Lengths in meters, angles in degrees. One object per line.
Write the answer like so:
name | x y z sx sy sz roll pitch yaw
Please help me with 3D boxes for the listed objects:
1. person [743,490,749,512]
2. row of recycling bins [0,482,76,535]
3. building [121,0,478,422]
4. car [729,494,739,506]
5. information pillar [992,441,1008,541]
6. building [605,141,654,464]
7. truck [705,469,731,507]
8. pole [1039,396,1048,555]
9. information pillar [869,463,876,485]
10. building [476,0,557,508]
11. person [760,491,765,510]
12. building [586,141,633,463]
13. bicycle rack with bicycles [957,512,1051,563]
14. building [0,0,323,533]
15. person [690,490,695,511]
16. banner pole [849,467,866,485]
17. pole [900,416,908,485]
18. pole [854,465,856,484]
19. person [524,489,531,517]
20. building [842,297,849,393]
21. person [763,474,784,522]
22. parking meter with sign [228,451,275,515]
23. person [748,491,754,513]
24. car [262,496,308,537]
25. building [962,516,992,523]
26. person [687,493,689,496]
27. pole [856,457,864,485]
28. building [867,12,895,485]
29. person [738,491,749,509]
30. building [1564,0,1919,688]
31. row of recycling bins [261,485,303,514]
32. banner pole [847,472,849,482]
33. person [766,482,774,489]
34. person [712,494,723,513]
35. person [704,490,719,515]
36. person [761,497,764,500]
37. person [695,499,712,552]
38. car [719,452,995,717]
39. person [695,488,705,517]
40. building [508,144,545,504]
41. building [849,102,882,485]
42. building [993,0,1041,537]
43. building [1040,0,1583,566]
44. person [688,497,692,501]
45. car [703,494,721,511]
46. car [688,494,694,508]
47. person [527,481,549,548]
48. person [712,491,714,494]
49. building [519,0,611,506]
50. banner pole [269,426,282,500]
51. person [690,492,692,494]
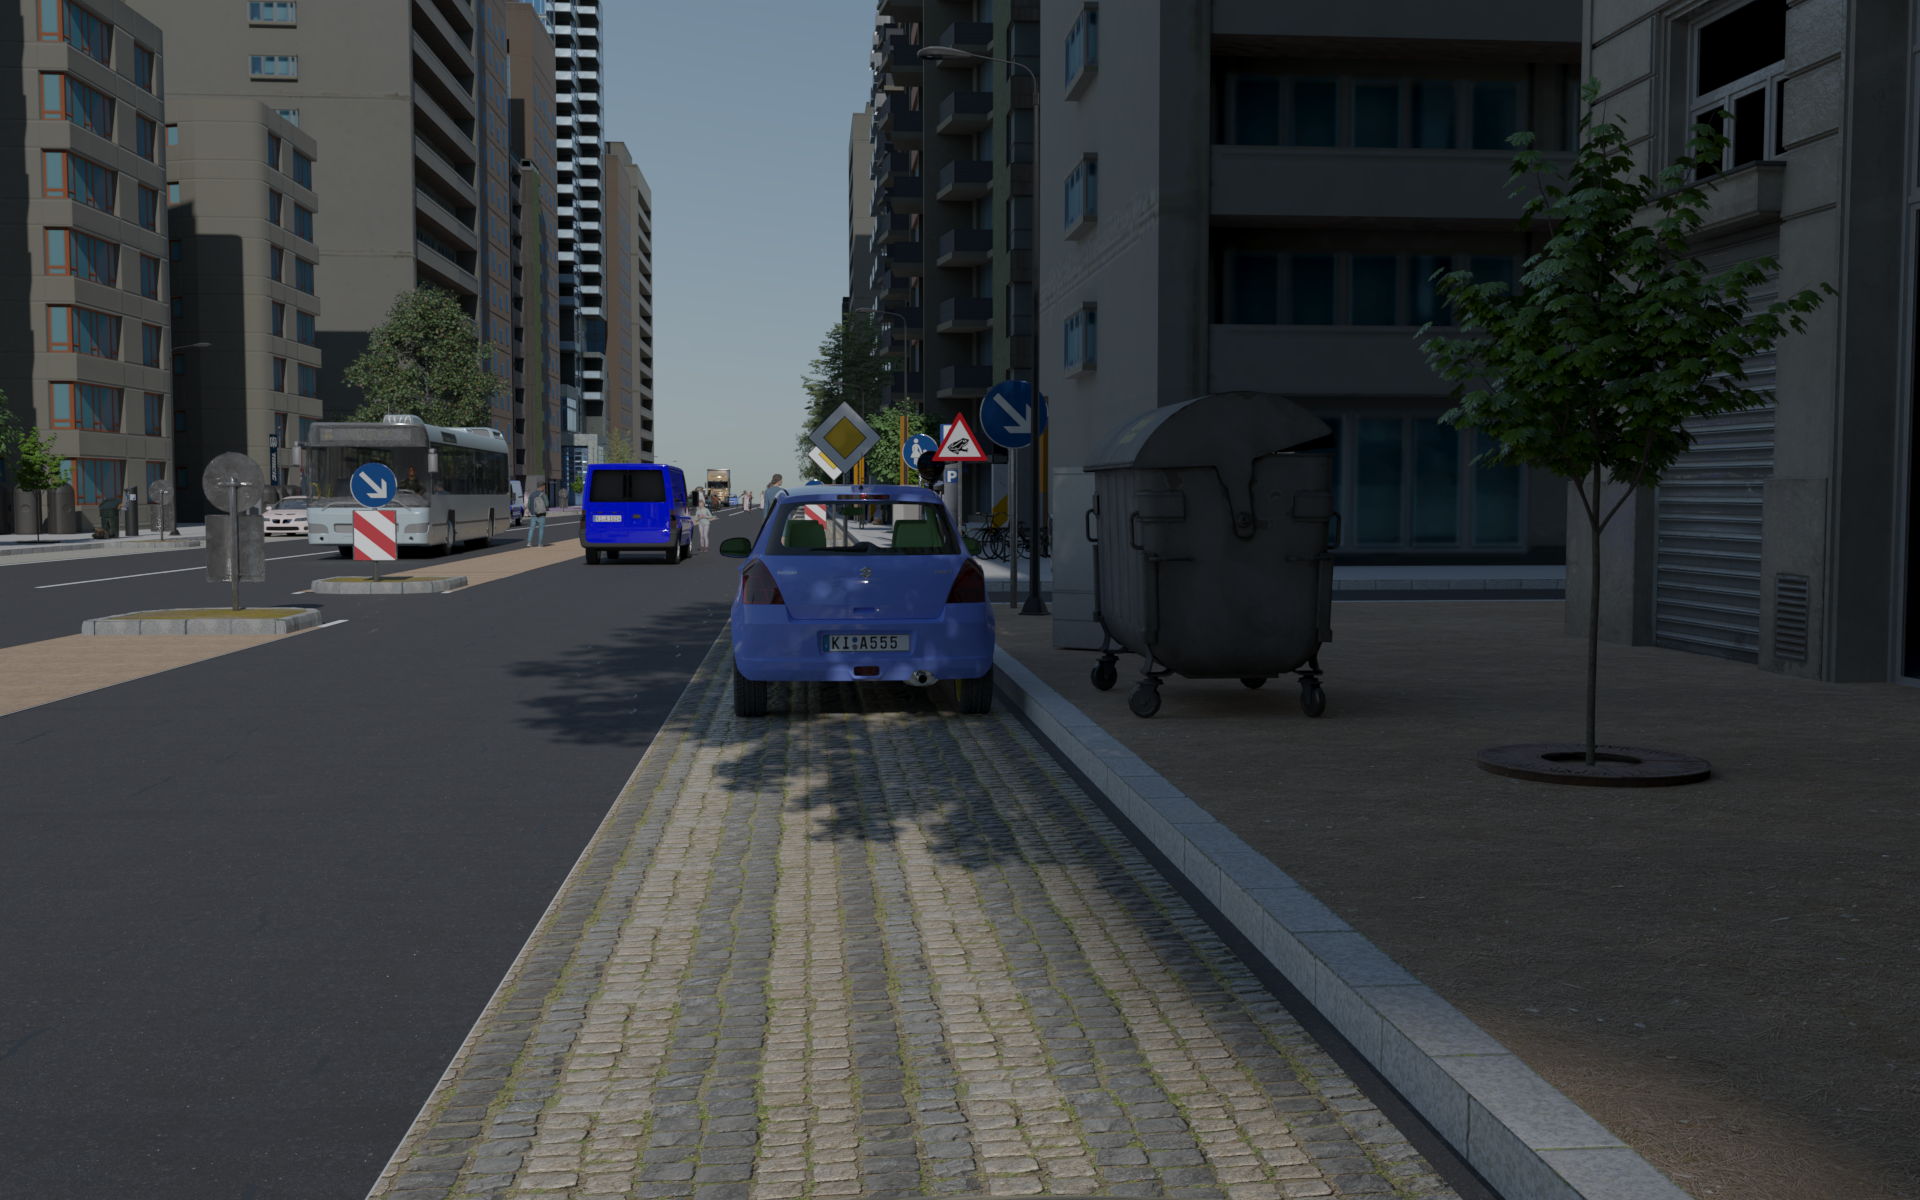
person | -17.508 -8.091 141.463 0.551 1.740 0.621 1 4 12
row of recycling bins | -29.866 -2.909 54.672 3.534 1.692 1.069 -1 4 -18
building | -43.016 -29.659 108.628 21.300 48.544 21.600 0 4 -5
car | -27.807 -12.298 210.661 1.945 1.707 3.694 0 4 -7
information pillar | 1.089 -3.459 47.912 0.504 3.616 0.183 -2 4 -29
building | -54.366 -37.730 240.593 21.300 48.544 21.600 0 4 -5
truck | -27.179 -12.610 195.083 2.839 4.237 11.283 0 4 -7
pole | 1.734 -2.585 36.106 0.158 3.312 0.155 0 3 0
information pillar | -3.920 -5.278 77.654 0.183 3.616 0.504 2 4 30
building | -44.222 -30.945 156.065 14.600 45.320 14.200 0 4 -5
person | -18.167 -9.207 159.704 0.551 1.740 0.621 -3 5 -40
building | -49.907 -34.999 222.348 14.600 45.320 14.200 0 4 -5
bicycle rack with bicycles | 1.072 -1.233 33.547 2.925 0.926 2.852 -1 4 -23
building | -43.965 -13.733 69.568 27.650 21.520 28.899 0 4 -5
person | -22.851 -8.489 147.749 0.568 1.767 0.683 1 4 13
banner pole | -5.093 -6.023 88.490 0.863 3.779 0.401 0 4 2
pole | -1.461 -3.154 45.407 0.158 3.312 0.155 0 3 0
pole | -4.620 -5.072 76.774 0.158 3.312 0.155 0 3 0
person | -26.349 -5.897 105.590 0.621 1.740 0.551 -2 4 -30
building | -10.265 -29.457 253.329 14.160 30.474 14.107 0 4 -5
person | -3.548 -1.523 33.431 0.581 1.822 0.654 1 4 13
parking meter with sign | -28.828 -4.543 70.537 1.738 3.016 0.543 -2 4 -28
person | -15.825 -7.425 131.360 0.415 1.643 0.593 -2 4 -35
car | -22.526 -2.873 59.341 2.083 1.381 4.827 0 4 -5
building | 7.201 -26.498 87.864 22.147 44.769 28.867 0 4 -5
person | -12.154 -4.125 76.532 0.643 1.750 0.593 -3 5 -45
pole | -3.573 -4.214 62.745 0.158 3.312 0.155 0 3 0
building | 3.083 -33.053 160.022 23.786 49.044 30.456 0 4 -5
person | -20.132 -9.329 161.547 1.217 1.766 0.721 0 4 -3
building | 14.021 -10.298 1.659 16.112 22.955 30.059 0 4 -5
row of recycling bins | -29.849 -4.223 76.162 1.069 1.692 3.534 0 4 2
banner pole | -5.708 -6.154 90.627 0.863 3.779 0.401 -1 4 -18
person | -4.624 -2.031 42.462 0.466 1.731 0.760 1 4 20
person | -18.734 -7.401 132.769 1.065 1.426 0.557 1 4 11
person | -16.787 -6.551 116.336 1.217 1.735 0.721 1 4 14
person | -14.897 -7.664 134.491 1.217 1.739 0.721 -2 4 -26
person | -6.314 -1.827 42.649 0.425 1.301 0.394 0 4 -6
car | -0.764 -0.175 12.454 1.945 1.707 3.694 0 4 -6
person | -14.537 -5.373 96.568 0.478 1.798 0.641 3 4 38
building | -42.476 -22.668 142.320 14.160 30.474 14.107 0 4 -5
building | -2.615 -35.952 211.516 21.300 48.544 21.600 0 4 -5
building | 7.869 -17.510 57.991 14.160 30.474 14.107 0 4 -5
building | 12.867 -25.432 39.513 21.600 48.544 21.300 0 4 -5
person | -21.609 -7.779 135.714 0.705 1.821 1.348 3 5 42
car | -21.777 -8.620 150.727 2.009 1.686 4.222 0 4 -4
car | -24.560 -9.093 160.465 2.131 1.459 4.920 0 4 -6
person | -11.204 -2.273 46.018 0.623 1.781 0.721 0 4 1
person | -25.107 -10.235 176.399 0.434 1.755 0.990 -1 4 -23
building | -51.448 -54.168 198.311 22.319 86.520 31.000 0 4 -5
banner pole | -25.116 -4.505 63.676 0.401 3.779 0.863 1 4 13
person | -34.251 -12.963 220.967 0.721 1.766 1.217 1 4 21
